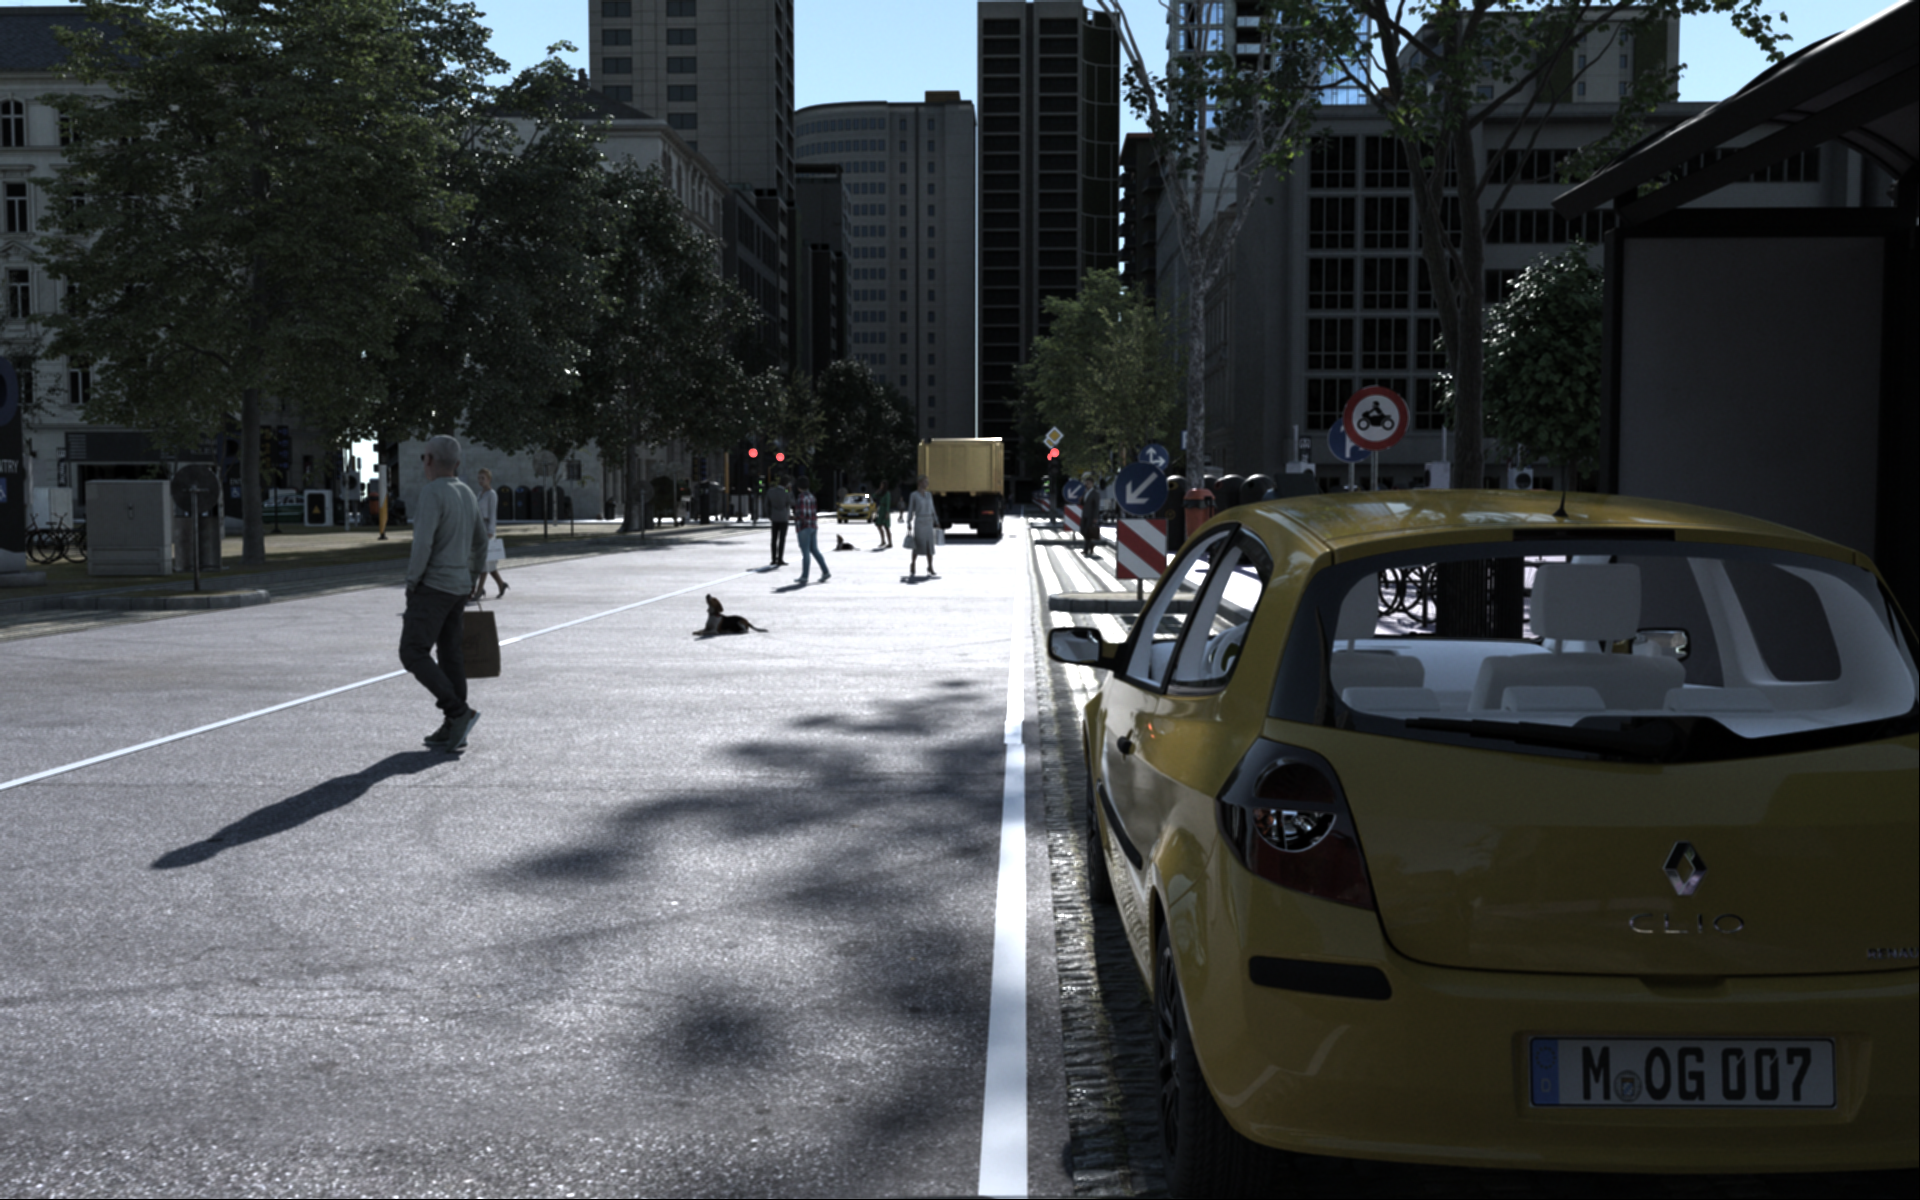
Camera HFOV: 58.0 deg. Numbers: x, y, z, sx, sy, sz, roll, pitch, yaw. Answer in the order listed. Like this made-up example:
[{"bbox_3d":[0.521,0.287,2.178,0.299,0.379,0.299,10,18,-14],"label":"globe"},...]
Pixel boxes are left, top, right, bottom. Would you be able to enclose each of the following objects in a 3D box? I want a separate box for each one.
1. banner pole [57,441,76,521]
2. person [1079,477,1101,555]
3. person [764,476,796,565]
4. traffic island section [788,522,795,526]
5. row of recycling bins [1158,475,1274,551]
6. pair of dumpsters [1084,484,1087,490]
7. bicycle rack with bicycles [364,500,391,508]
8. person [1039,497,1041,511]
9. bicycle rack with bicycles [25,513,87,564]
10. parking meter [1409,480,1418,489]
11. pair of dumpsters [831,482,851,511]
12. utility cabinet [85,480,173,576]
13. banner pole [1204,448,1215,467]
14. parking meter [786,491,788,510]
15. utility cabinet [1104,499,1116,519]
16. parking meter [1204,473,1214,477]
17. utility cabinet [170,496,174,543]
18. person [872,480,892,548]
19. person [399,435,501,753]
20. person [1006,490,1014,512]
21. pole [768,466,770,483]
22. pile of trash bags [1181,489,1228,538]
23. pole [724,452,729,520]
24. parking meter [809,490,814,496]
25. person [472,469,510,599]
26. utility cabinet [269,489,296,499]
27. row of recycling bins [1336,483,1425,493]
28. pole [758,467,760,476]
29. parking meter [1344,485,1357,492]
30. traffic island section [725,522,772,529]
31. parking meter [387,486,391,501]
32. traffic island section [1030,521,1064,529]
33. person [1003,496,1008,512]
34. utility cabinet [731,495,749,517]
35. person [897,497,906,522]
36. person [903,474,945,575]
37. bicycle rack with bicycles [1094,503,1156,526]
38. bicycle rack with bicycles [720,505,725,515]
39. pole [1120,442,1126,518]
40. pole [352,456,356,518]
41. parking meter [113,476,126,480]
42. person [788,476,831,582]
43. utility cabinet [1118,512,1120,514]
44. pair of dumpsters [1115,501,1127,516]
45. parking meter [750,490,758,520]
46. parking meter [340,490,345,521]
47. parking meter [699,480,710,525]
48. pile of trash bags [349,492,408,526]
[{"bbox_3d":[-42.413,-5.634,82.138,0.401,3.779,0.863,2,4,31],"label":"banner pole"},{"bbox_3d":[3.062,-1.977,40.783,0.622,1.834,0.822,3,4,39],"label":"person"},{"bbox_3d":[-3.633,-1.604,34.911,0.592,1.802,0.473,2,4,31],"label":"person"},{"bbox_3d":[-8.272,-3.534,80.058,2.009,0.180,2.903,0,4,2],"label":"traffic island section"},{"bbox_3d":[5.707,-1.916,38.439,1.069,1.692,3.534,-2,4,-34],"label":"row of recycling bins"},{"bbox_3d":[7.661,-6.021,100.942,1.574,2.255,4.437,0,4,2],"label":"pair of dumpsters"},{"bbox_3d":[-47.006,-7.653,138.515,2.852,0.926,2.925,3,5,42],"label":"bicycle rack with bicycles"},{"bbox_3d":[6.442,-7.775,135.809,0.537,1.800,0.526,2,4,35],"label":"person"},{"bbox_3d":[-16.799,-1.185,32.761,2.925,0.926,2.852,-1,4,-10],"label":"bicycle rack with bicycles"},{"bbox_3d":[18.535,-3.988,70.907,0.399,1.863,0.255,1,4,22],"label":"parking meter"},{"bbox_3d":[-9.308,-7.977,132.921,1.574,2.255,4.437,0,4,2],"label":"pair of dumpsters"},{"bbox_3d":[-12.934,-1.117,26.948,1.173,1.500,0.318,0,4,-3],"label":"utility cabinet"},{"bbox_3d":[13.477,-6.327,93.469,0.863,3.779,0.401,1,4,20],"label":"banner pole"},{"bbox_3d":[-10.380,-6.010,103.972,0.399,1.863,0.255,1,4,17],"label":"parking meter"},{"bbox_3d":[7.242,-4.761,86.520,1.173,1.500,0.318,-3,5,-40],"label":"utility cabinet"},{"bbox_3d":[6.549,-2.461,45.956,0.399,1.863,0.255,2,4,24],"label":"parking meter"},{"bbox_3d":[-20.823,-2.092,45.364,0.306,1.237,1.020,-2,4,-33],"label":"utility cabinet"},{"bbox_3d":[-2.001,-2.291,46.209,0.529,1.795,0.600,-2,4,-35],"label":"person"},{"bbox_3d":[-2.884,-0.058,9.934,0.515,1.767,0.782,1,4,12],"label":"person"},{"bbox_3d":[4.039,-7.937,138.854,0.593,1.750,0.643,1,4,22],"label":"person"},{"bbox_3d":[-14.078,-8.194,127.819,0.158,3.312,0.155,0,3,0],"label":"pole"},{"bbox_3d":[5.281,-1.322,31.360,3.447,1.369,1.912,-3,5,-41],"label":"pile of trash bags"},{"bbox_3d":[-11.410,-5.561,84.763,0.158,3.312,0.155,0,3,0],"label":"pole"},{"bbox_3d":[-9.304,-6.109,108.290,0.372,1.533,0.369,0,3,0],"label":"parking meter"},{"bbox_3d":[-6.461,-0.913,23.776,0.624,1.780,0.694,-2,4,-30],"label":"person"},{"bbox_3d":[-31.605,-4.414,80.846,1.173,1.500,0.318,0,4,7],"label":"utility cabinet"},{"bbox_3d":[16.292,-3.595,65.890,3.534,1.692,1.069,3,4,37],"label":"row of recycling bins"},{"bbox_3d":[-15.225,-8.380,130.860,0.158,3.312,0.155,0,3,0],"label":"pole"},{"bbox_3d":[10.757,-2.406,47.749,0.372,1.533,0.369,0,3,0],"label":"parking meter"},{"bbox_3d":[-8.561,-3.046,72.079,2.009,0.180,2.903,0,4,2],"label":"traffic island section"},{"bbox_3d":[-43.020,-7.635,130.541,0.255,1.863,0.399,-1,4,-22],"label":"parking meter"},{"bbox_3d":[4.211,-3.506,79.602,2.009,0.180,2.903,0,4,2],"label":"traffic island section"},{"bbox_3d":[3.452,-7.443,134.473,0.640,1.303,0.475,0,4,-7],"label":"person"},{"bbox_3d":[-12.166,-5.171,95.714,1.020,1.237,0.306,2,4,30],"label":"utility cabinet"},{"bbox_3d":[-2.948,-4.575,87.577,0.475,1.303,0.640,-3,5,-41],"label":"person"},{"bbox_3d":[-0.650,-1.343,30.809,0.694,1.780,0.624,-1,4,-17],"label":"person"},{"bbox_3d":[6.581,-3.482,70.310,2.925,0.926,2.852,0,4,-2],"label":"bicycle rack with bicycles"},{"bbox_3d":[-15.532,-5.621,105.288,2.925,0.926,2.852,-2,4,-33],"label":"bicycle rack with bicycles"},{"bbox_3d":[6.408,-4.547,68.194,0.158,3.312,0.155,0,3,0],"label":"pole"},{"bbox_3d":[-32.171,-5.998,91.914,0.158,3.312,0.155,0,3,0],"label":"pole"},{"bbox_3d":[-27.886,-3.167,57.499,0.399,1.863,0.255,1,4,18],"label":"parking meter"},{"bbox_3d":[-2.469,-1.157,28.255,0.643,1.720,0.563,1,4,22],"label":"person"},{"bbox_3d":[11.363,-6.705,120.786,1.020,1.237,0.306,0,4,1],"label":"utility cabinet"},{"bbox_3d":[8.755,-5.704,95.751,1.574,2.255,4.437,0,4,2],"label":"pair of dumpsters"},{"bbox_3d":[-10.027,-4.650,84.432,0.372,1.533,0.369,0,3,0],"label":"parking meter"},{"bbox_3d":[-29.295,-4.524,82.374,0.372,1.533,0.369,0,3,0],"label":"parking meter"},{"bbox_3d":[-10.767,-4.115,72.985,0.255,1.863,0.399,2,4,33],"label":"parking meter"},{"bbox_3d":[-23.503,-3.702,70.286,1.912,1.369,3.447,-1,4,-9],"label":"pile of trash bags"}]
